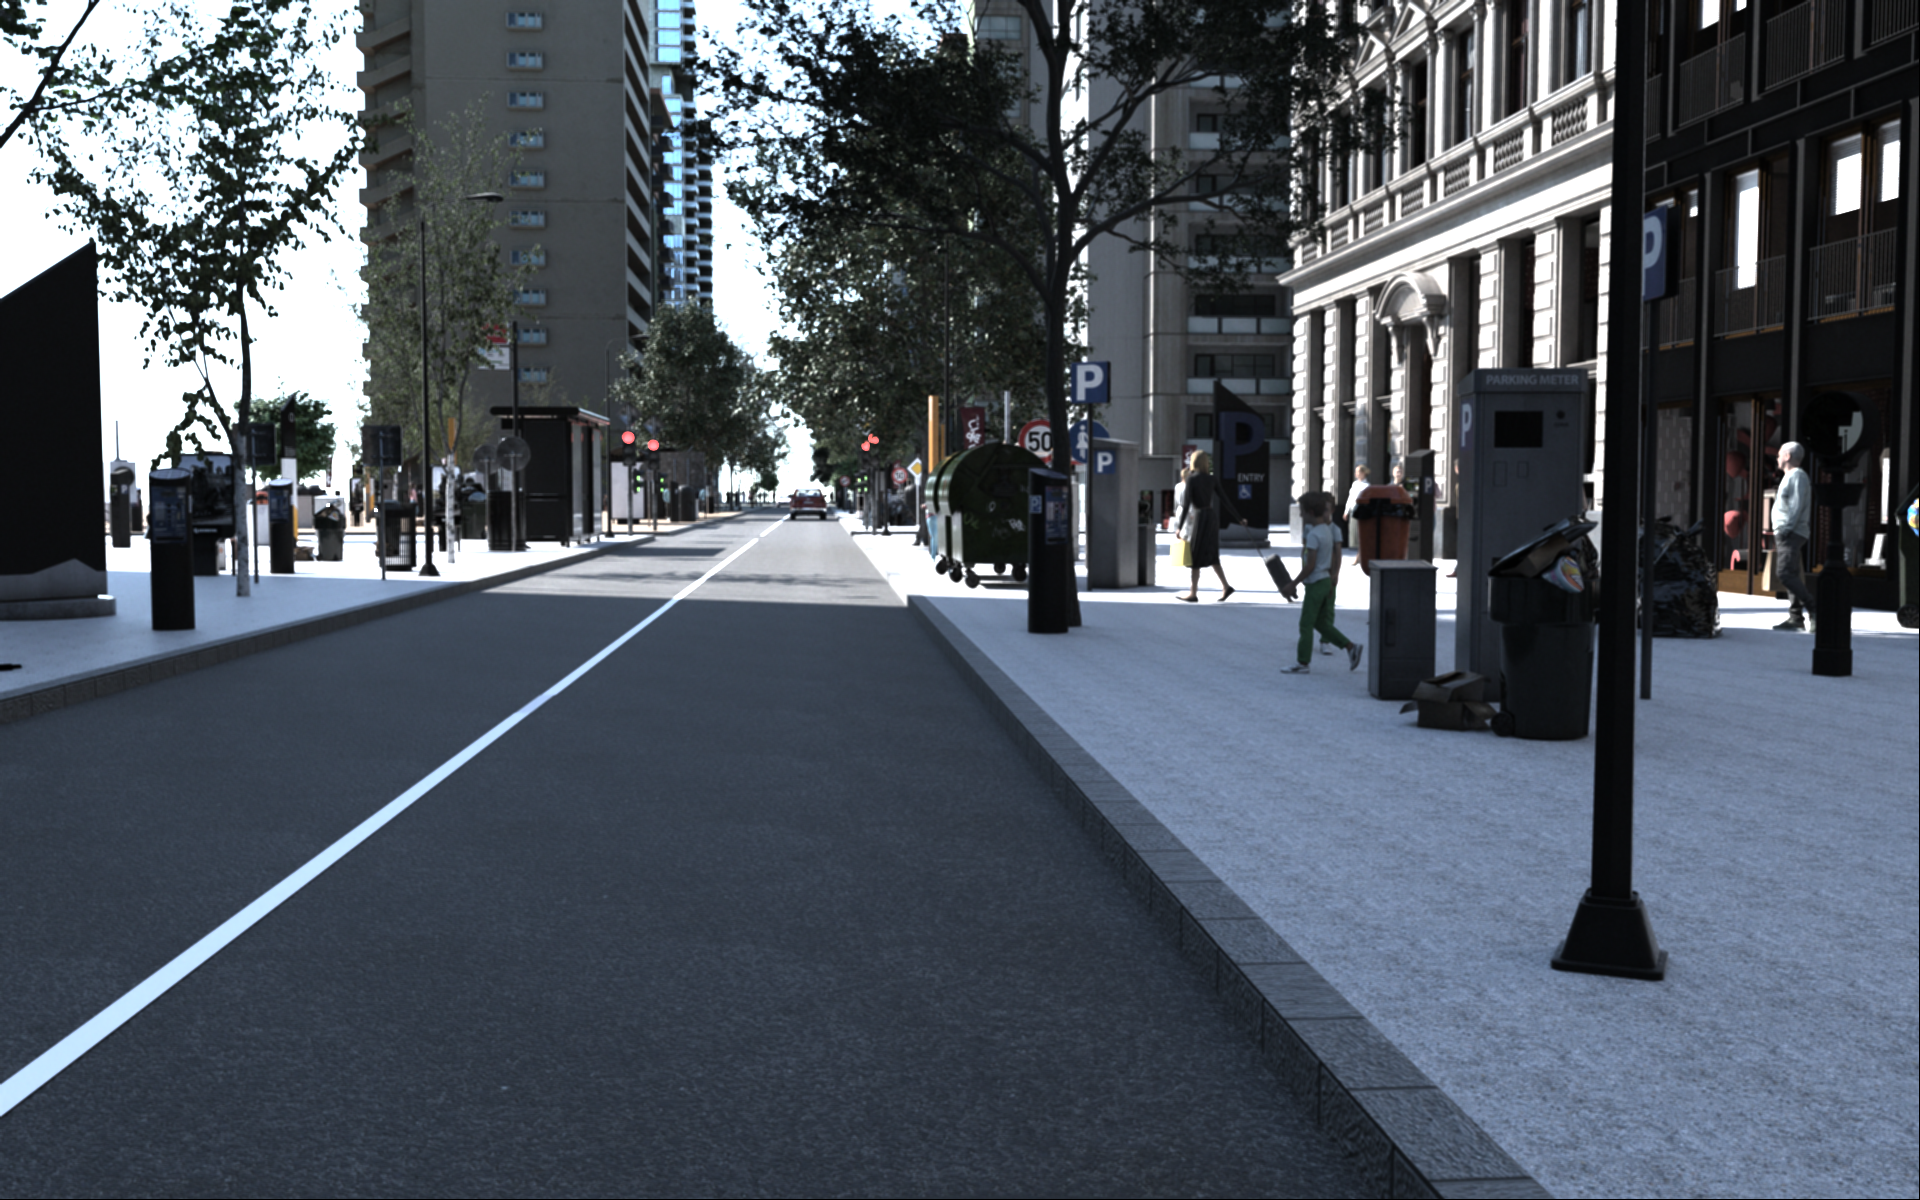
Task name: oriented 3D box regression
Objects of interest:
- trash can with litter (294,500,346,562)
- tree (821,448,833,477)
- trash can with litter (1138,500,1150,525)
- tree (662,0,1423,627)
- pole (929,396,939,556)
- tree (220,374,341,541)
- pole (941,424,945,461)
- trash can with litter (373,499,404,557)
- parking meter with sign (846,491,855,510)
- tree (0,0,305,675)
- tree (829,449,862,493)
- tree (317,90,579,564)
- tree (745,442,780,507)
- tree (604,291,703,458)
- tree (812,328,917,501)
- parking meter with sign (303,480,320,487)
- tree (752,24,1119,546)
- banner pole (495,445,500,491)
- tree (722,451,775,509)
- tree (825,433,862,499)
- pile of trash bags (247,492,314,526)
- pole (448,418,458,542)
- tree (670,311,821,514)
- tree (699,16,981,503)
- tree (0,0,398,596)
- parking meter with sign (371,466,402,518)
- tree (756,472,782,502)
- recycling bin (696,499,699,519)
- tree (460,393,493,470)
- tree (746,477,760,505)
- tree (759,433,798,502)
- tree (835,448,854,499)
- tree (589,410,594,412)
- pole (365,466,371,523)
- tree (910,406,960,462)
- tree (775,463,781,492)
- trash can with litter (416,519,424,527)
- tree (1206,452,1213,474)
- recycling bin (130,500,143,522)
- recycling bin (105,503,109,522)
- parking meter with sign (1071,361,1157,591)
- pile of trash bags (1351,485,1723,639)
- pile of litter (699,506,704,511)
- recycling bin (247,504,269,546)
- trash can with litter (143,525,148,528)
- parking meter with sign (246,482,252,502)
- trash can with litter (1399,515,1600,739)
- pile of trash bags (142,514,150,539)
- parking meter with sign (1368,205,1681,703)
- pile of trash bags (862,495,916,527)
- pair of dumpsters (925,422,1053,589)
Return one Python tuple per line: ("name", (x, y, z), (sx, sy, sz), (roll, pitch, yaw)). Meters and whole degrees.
("trash can with litter", (-12.254, -1.322, 33.001), (1.055, 1.170, 0.624), (0, 4, 3))
("tree", (-17.144, -13.431, 129.971), (12.009, 13.543, 11.850), (0, 3, 0))
("trash can with litter", (3.291, -1.365, 33.709), (0.624, 1.170, 1.055), (-1, 4, -15))
("tree", (0.704, -5.020, 16.490), (7.601, 10.594, 8.767), (-1, 4, -12))
("pole", (-0.545, -2.579, 36.011), (0.158, 3.312, 0.155), (0, 3, 0))
("tree", (-18.583, -3.909, 47.628), (4.285, 4.588, 4.351), (0, 3, 0))
("pole", (-0.461, -3.476, 50.671), (0.158, 3.312, 0.155), (0, 3, 0))
("trash can with litter", (-11.732, -1.481, 35.607), (0.624, 1.170, 1.055), (-1, 4, -12))
("parking meter with sign", (-8.119, -8.565, 136.294), (1.738, 3.016, 0.543), (0, 4, 8))
("tree", (-7.528, -5.283, 12.137), (9.928, 11.665, 9.643), (0, 3, 0))
("tree", (-7.327, -8.559, 123.660), (4.285, 4.588, 4.351), (0, 3, 0))
("tree", (-9.517, -4.986, 31.889), (4.360, 8.622, 3.978), (0, 3, 0))
("tree", (-20.364, -13.775, 175.576), (4.737, 8.622, 4.395), (0, 3, 0))
("tree", (-15.346, -11.089, 98.305), (9.611, 12.733, 9.660), (0, 3, 0))
("tree", (-5.564, -11.463, 105.545), (7.486, 12.596, 7.792), (0, 3, 0))
("parking meter with sign", (-47.636, -8.054, 127.936), (1.738, 3.016, 0.543), (-1, 4, -14))
("tree", (-0.878, -7.686, 42.670), (9.611, 12.733, 9.660), (0, 3, 0))
("banner pole", (-23.597, -6.036, 88.709), (0.401, 3.779, 0.863), (-3, 5, -44))
("tree", (-18.458, -11.788, 143.097), (4.360, 8.622, 3.978), (0, 3, 0))
("tree", (-9.411, -11.860, 144.277), (4.360, 8.622, 3.978), (0, 3, 0))
("pile of trash bags", (-26.719, -3.687, 70.041), (3.447, 1.369, 1.912), (-1, 4, -10))
("pole", (-13.567, -3.212, 46.364), (0.158, 3.312, 0.155), (0, 3, 0))
("tree", (-16.339, -12.471, 114.264), (12.009, 13.543, 11.850), (0, 3, 0))
("tree", (-4.234, -13.168, 71.178), (12.611, 20.169, 13.585), (0, 3, 0))
("tree", (-9.260, -4.351, 21.509), (4.737, 8.622, 4.395), (0, 3, 0))
("parking meter with sign", (-30.642, -5.874, 92.295), (1.738, 3.016, 0.543), (-2, 4, -29))
("tree", (-25.002, -14.910, 227.489), (4.285, 4.588, 4.351), (0, 3, 0))
("recycling bin", (-13.703, -4.605, 87.854), (0.722, 1.027, 0.722), (-2, 4, -28))
("tree", (-27.337, -8.535, 89.910), (4.737, 8.622, 4.395), (0, 3, 0))
("tree", (-23.601, -12.542, 199.655), (1.663, 3.219, 1.824), (0, 3, 0))
("tree", (-30.053, -21.731, 281.060), (9.928, 11.665, 9.643), (0, 3, 0))
("tree", (-11.357, -16.116, 173.859), (12.009, 13.543, 11.850), (0, 3, 0))
("tree", (-23.276, -9.050, 98.334), (4.360, 8.622, 3.978), (0, 3, 0))
("pole", (-26.233, -5.066, 76.669), (0.158, 3.312, 0.155), (0, 3, 0))
("tree", (-2.113, -10.657, 124.608), (4.360, 8.622, 3.978), (0, 3, 0))
("tree", (-27.692, -18.287, 249.349), (4.360, 8.622, 3.978), (0, 3, 0))
("trash can with litter", (-20.951, -3.463, 68.015), (1.055, 1.170, 0.624), (0, 4, 6))
("tree", (10.313, -4.578, 69.452), (1.663, 3.219, 1.824), (0, 3, 0))
("recycling bin", (-38.440, -4.146, 80.341), (0.722, 1.027, 0.722), (1, 4, 14))
("recycling bin", (-39.320, -4.157, 80.522), (0.722, 1.027, 0.722), (0, 4, 0))
("parking meter with sign", (2.145, -1.672, 23.603), (0.543, 3.016, 1.738), (2, 4, 31))
("pile of trash bags", (5.495, -0.425, 16.694), (3.447, 1.369, 1.912), (2, 4, 24))
("pile of litter", (-19.728, -7.006, 128.515), (1.719, 0.858, 1.176), (-2, 4, -30))
("recycling bin", (-17.265, -1.859, 42.945), (0.722, 1.027, 0.722), (-3, 5, -42))
("trash can with litter", (-30.347, -3.332, 65.542), (1.678, 1.210, 2.233), (-3, 4, -38))
("parking meter with sign", (-46.762, -7.198, 113.944), (0.543, 3.016, 1.738), (3, 5, 42))
("trash can with litter", (2.887, 0.129, 9.282), (1.055, 1.170, 0.624), (3, 5, 39))
("pile of trash bags", (-22.321, -2.419, 49.298), (1.912, 1.369, 3.447), (-1, 4, -13))
("parking meter with sign", (3.465, -0.888, 10.776), (1.738, 3.016, 0.543), (0, 4, 2))
("pile of trash bags", (-2.199, -3.631, 69.112), (3.447, 1.369, 1.912), (0, 4, -4))
("pair of dumpsters", (0.408, -1.406, 25.484), (1.574, 2.255, 4.437), (0, 4, -5))
